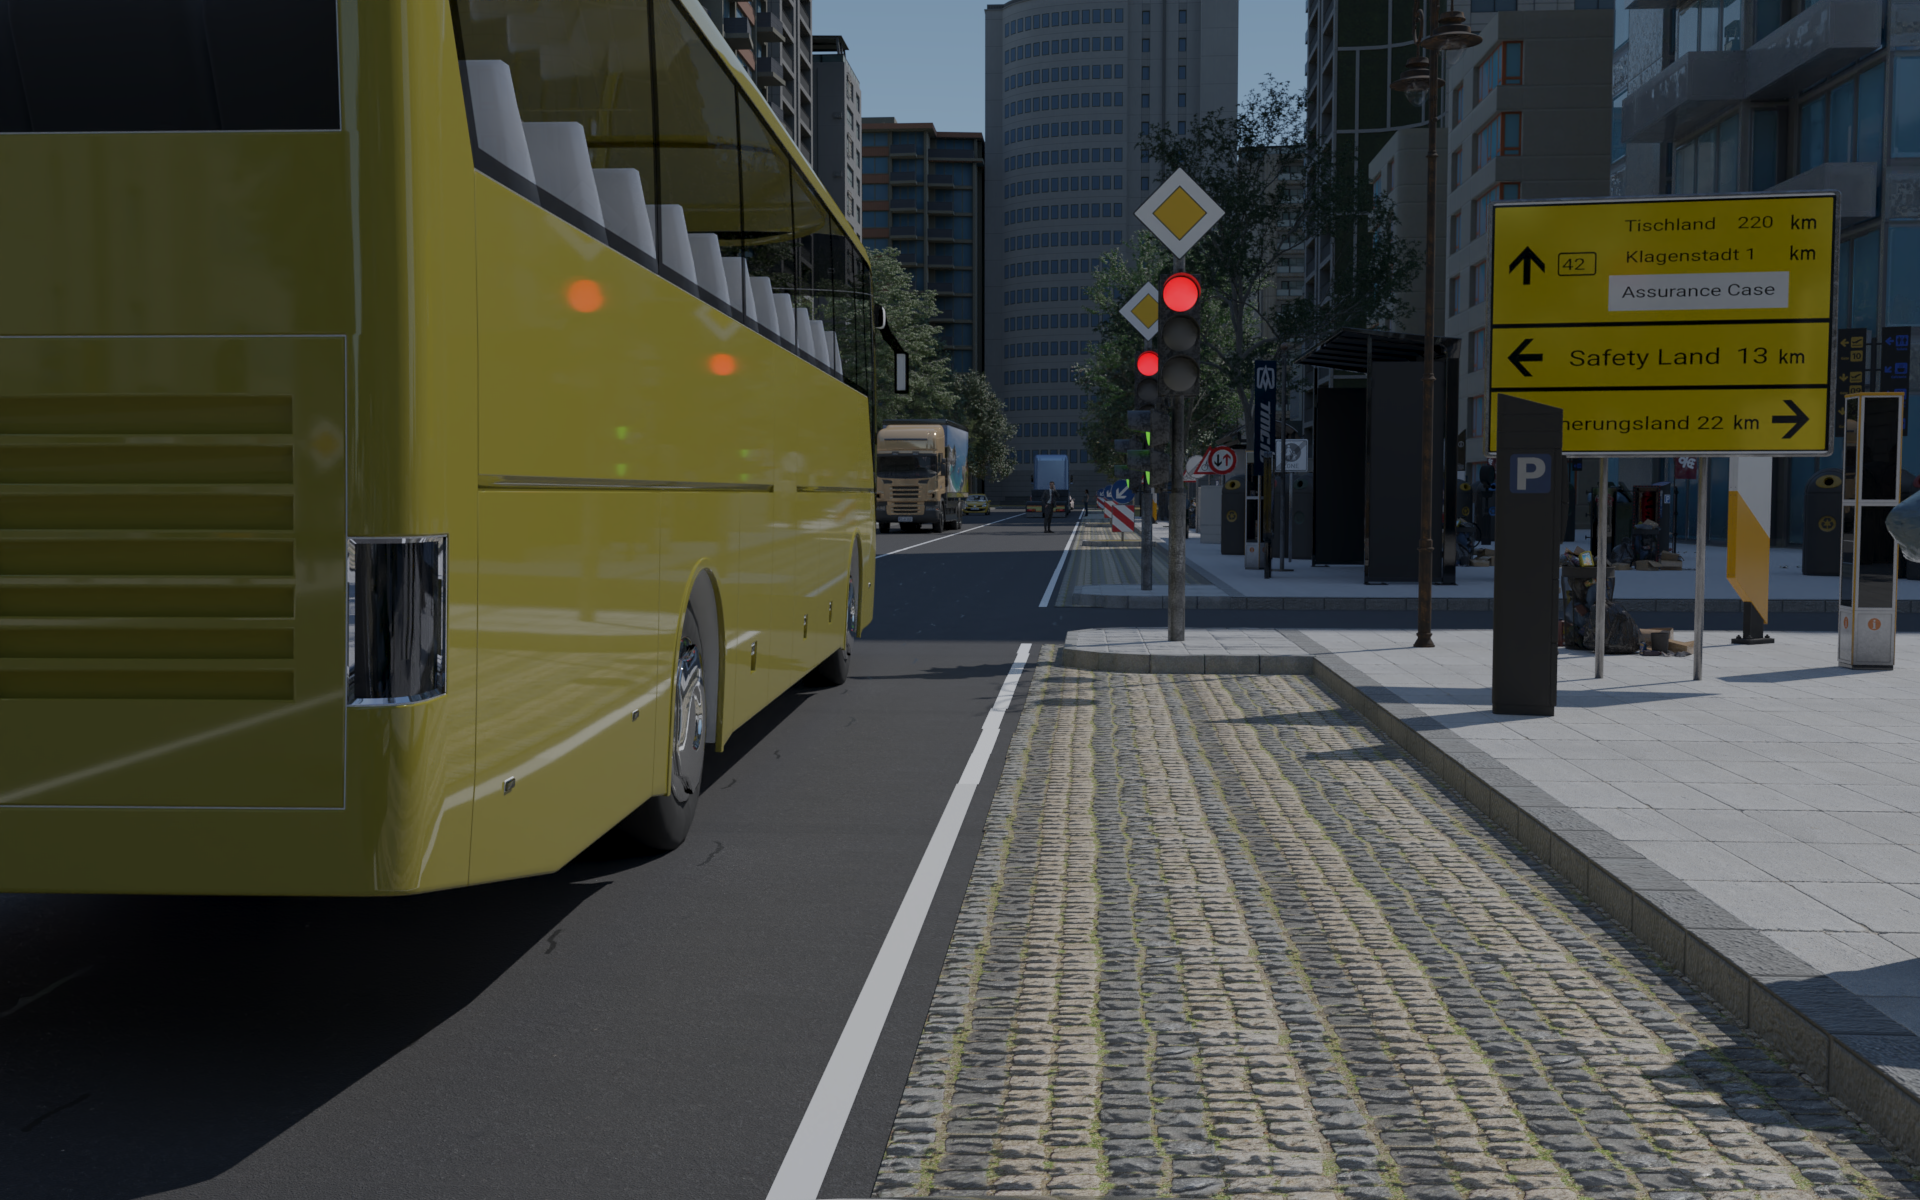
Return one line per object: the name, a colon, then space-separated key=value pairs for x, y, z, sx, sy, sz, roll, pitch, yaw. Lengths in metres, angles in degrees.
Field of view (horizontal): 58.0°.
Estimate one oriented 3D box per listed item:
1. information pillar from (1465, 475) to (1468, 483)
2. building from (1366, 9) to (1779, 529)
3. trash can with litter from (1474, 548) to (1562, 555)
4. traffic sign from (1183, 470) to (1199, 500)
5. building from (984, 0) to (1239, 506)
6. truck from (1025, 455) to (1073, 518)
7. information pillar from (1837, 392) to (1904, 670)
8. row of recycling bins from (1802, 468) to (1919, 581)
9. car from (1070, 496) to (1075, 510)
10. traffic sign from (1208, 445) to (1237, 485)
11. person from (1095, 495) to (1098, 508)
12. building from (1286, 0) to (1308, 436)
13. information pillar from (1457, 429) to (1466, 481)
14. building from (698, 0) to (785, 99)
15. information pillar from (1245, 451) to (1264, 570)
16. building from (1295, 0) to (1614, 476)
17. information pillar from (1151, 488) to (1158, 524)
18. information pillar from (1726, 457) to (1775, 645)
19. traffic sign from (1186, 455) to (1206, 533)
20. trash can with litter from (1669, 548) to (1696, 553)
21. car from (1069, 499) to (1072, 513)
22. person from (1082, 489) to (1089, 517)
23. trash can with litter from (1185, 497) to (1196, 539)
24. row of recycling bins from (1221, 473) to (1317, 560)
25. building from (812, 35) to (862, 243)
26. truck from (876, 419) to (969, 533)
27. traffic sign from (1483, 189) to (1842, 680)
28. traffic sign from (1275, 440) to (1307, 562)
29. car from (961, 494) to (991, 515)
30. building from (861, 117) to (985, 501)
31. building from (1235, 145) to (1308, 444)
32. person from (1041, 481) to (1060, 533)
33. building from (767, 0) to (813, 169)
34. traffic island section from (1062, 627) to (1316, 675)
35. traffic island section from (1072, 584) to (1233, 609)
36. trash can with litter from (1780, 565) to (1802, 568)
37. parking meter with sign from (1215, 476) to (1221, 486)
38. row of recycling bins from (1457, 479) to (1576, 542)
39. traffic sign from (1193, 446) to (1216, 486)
information pillar: x=18.998 y=-3.730 z=65.484 sx=0.304 sy=2.012 sz=0.304 roll=2 pitch=4 yaw=35
building: x=34.108 y=-14.108 z=75.705 sx=27.650 sy=21.520 sz=28.899 roll=0 pitch=4 yaw=4
trash can with litter: x=11.421 y=-1.530 z=36.072 sx=2.233 sy=1.210 sz=1.678 roll=2 pitch=4 yaw=26
traffic sign: x=10.193 y=-4.723 z=77.219 sx=0.884 sy=2.594 sz=0.081 roll=0 pitch=4 yaw=7
building: x=17.132 y=-40.324 z=201.297 sx=28.212 sy=58.520 sz=21.231 roll=0 pitch=4 yaw=4
truck: x=5.812 y=-7.523 z=112.758 sx=2.967 sy=4.110 sz=18.799 roll=0 pitch=4 yaw=4
information pillar: x=6.665 y=-0.501 z=12.688 sx=0.304 sy=2.012 sz=0.304 roll=1 pitch=4 yaw=8
row of recycling bins: x=14.354 y=-1.163 z=26.130 sx=1.069 sy=1.692 sz=3.534 roll=-2 pitch=4 yaw=-25
car: x=9.339 y=-8.832 z=156.764 sx=2.083 sy=1.381 sz=4.827 roll=0 pitch=4 yaw=5
traffic sign: x=6.894 y=-2.778 z=45.532 sx=0.768 sy=2.556 sz=0.104 roll=1 pitch=4 yaw=12
person: x=13.282 y=-9.580 z=165.851 sx=1.217 sy=1.743 sz=0.721 roll=1 pitch=4 yaw=22
building: x=37.358 y=-50.832 z=143.776 sx=22.319 sy=86.520 sz=31.000 roll=0 pitch=4 yaw=4
information pillar: x=17.945 y=-4.339 z=62.290 sx=0.504 sy=3.616 sz=0.183 roll=3 pitch=5 yaw=39
building: x=-23.766 y=-28.151 z=114.896 sx=22.147 sy=44.769 sz=28.867 roll=0 pitch=4 yaw=4
information pillar: x=5.052 y=-1.526 z=29.435 sx=0.304 sy=2.012 sz=0.304 roll=3 pitch=5 yaw=44
building: x=33.188 y=-41.619 z=118.726 sx=20.563 sy=71.187 sz=20.611 roll=0 pitch=4 yaw=4
information pillar: x=8.293 y=-5.071 z=74.258 sx=0.183 sy=3.616 sz=0.504 roll=-2 pitch=4 yaw=-24
information pillar: x=6.738 y=-1.429 z=14.719 sx=0.504 sy=3.616 sz=0.183 roll=-2 pitch=4 yaw=-32
traffic sign: x=7.803 y=-3.479 z=56.988 sx=0.768 sy=2.556 sz=0.104 roll=1 pitch=4 yaw=13
trash can with litter: x=15.446 y=-1.687 z=38.640 sx=1.678 sy=1.210 sz=2.233 roll=1 pitch=4 yaw=17
car: x=7.416 y=-7.352 z=129.988 sx=2.009 sy=1.686 sz=4.222 roll=0 pitch=4 yaw=6
person: x=7.919 y=-6.139 z=109.586 sx=0.721 sy=1.735 sz=1.217 roll=-1 pitch=4 yaw=-11
trash can with litter: x=6.319 y=-2.316 z=49.251 sx=0.624 sy=1.170 sz=1.055 roll=1 pitch=4 yaw=10
row of recycling bins: x=6.478 y=-1.732 z=35.433 sx=1.069 sy=1.692 sz=3.534 roll=-1 pitch=4 yaw=-21
building: x=-16.315 y=-29.011 z=157.928 sx=14.086 sy=41.232 sz=14.154 roll=0 pitch=4 yaw=4
truck: x=-1.447 y=-4.784 z=67.127 sx=2.839 sy=4.237 sz=11.283 roll=0 pitch=4 yaw=6
traffic sign: x=4.767 y=-1.102 z=11.891 sx=2.265 sy=3.308 sz=0.079 roll=1 pitch=4 yaw=11
traffic sign: x=6.196 y=-1.855 z=32.455 sx=0.606 sy=2.300 sz=0.079 roll=1 pitch=4 yaw=11
car: x=1.132 y=-6.558 z=117.449 sx=2.015 sy=1.641 sz=3.980 roll=0 pitch=4 yaw=4
building: x=-11.298 y=-33.616 z=204.244 sx=28.867 sy=44.769 sz=22.147 roll=0 pitch=4 yaw=4
building: x=38.329 y=-31.398 z=196.944 sx=14.086 sy=41.232 sz=14.154 roll=0 pitch=4 yaw=4
person: x=3.341 y=-3.422 z=63.816 sx=0.648 sy=1.900 sz=0.474 roll=-3 pitch=4 yaw=-36
building: x=-20.469 y=-42.835 z=138.605 sx=20.563 sy=71.187 sz=20.611 roll=0 pitch=4 yaw=4
traffic island section: x=1.912 y=0.436 z=15.145 sx=2.009 sy=0.180 sz=2.903 roll=0 pitch=4 yaw=4
traffic island section: x=2.510 y=-0.051 z=23.107 sx=2.009 sy=0.180 sz=2.903 roll=0 pitch=4 yaw=4
trash can with litter: x=15.286 y=-1.136 z=29.633 sx=2.233 sy=1.210 sz=1.678 roll=2 pitch=4 yaw=28
parking meter with sign: x=11.471 y=-4.833 z=75.282 sx=1.738 sy=3.016 sz=0.543 roll=-1 pitch=4 yaw=-15
row of recycling bins: x=14.863 y=-2.446 z=47.098 sx=3.534 sy=1.692 sz=1.069 roll=1 pitch=4 yaw=8
traffic sign: x=6.742 y=-2.860 z=46.773 sx=0.884 sy=2.594 sz=0.081 roll=0 pitch=4 yaw=7
